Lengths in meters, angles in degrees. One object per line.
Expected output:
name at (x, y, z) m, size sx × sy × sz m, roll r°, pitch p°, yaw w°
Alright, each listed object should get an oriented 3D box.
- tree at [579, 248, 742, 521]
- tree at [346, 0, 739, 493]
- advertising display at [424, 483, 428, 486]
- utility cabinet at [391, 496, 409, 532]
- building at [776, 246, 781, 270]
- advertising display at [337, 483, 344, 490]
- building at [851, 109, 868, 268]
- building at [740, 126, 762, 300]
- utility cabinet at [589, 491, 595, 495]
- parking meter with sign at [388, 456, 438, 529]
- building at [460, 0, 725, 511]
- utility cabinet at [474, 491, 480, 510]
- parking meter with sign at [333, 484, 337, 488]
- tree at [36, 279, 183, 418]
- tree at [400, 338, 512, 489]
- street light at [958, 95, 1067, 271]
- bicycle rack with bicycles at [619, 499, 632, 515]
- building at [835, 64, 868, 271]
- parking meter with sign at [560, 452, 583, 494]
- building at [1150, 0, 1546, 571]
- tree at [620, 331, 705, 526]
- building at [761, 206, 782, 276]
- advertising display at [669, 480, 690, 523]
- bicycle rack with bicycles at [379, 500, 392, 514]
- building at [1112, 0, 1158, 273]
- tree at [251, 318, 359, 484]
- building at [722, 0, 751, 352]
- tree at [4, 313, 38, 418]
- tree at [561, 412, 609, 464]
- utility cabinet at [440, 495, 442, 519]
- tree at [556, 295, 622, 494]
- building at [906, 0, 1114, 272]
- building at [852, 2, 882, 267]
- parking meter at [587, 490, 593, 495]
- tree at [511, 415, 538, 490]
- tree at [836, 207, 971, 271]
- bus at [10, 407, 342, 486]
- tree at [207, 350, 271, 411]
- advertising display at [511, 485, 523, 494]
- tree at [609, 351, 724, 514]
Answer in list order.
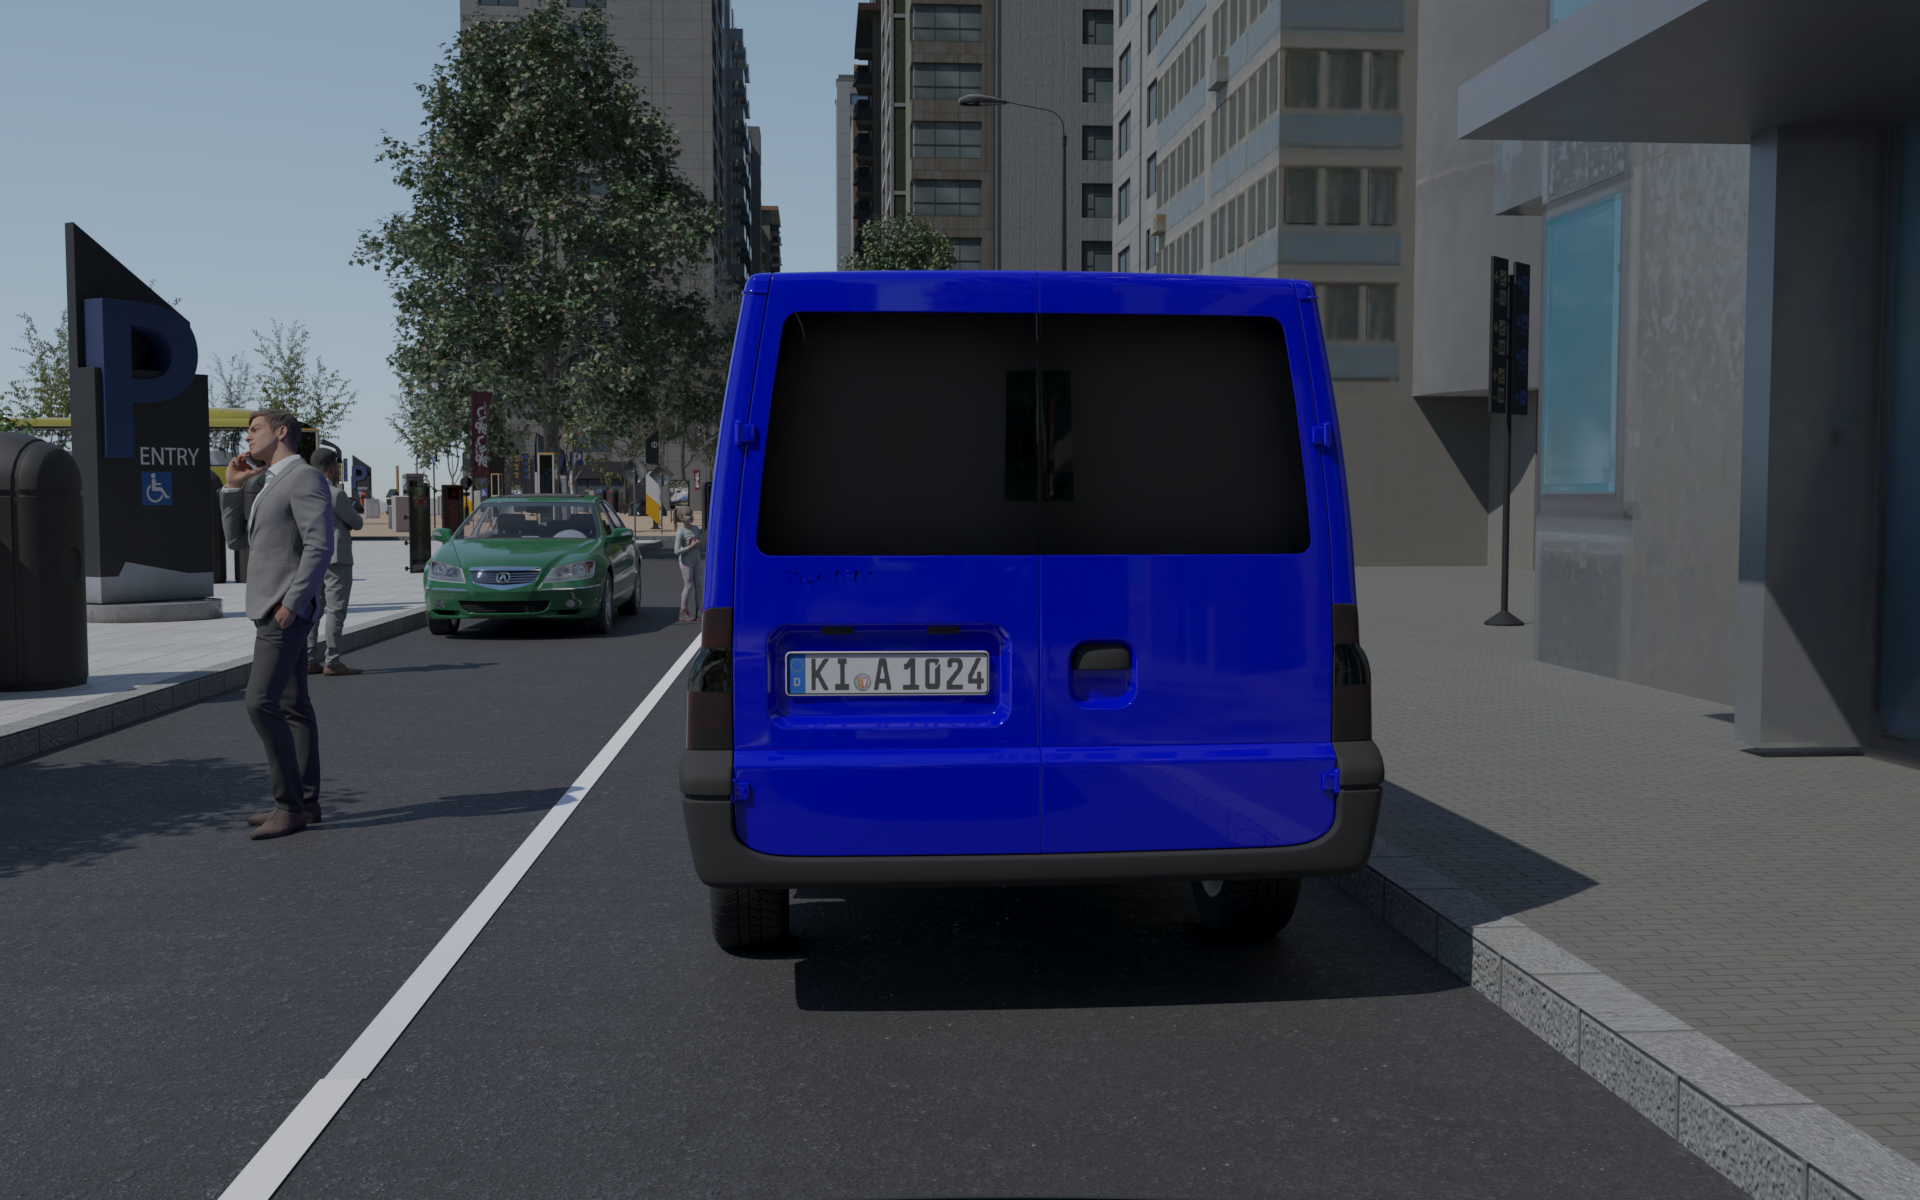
tree at (-13.314, -10.601, 83.692) m, size 12.009 × 13.543 × 11.850 m, roll 0°, pitch 3°, yaw 0°
tree at (-9.348, -7.491, 39.488) m, size 9.611 × 12.733 × 9.660 m, roll 0°, pitch 3°, yaw 0°
advertising display at (-30.436, -5.642, 97.464) m, size 0.974 × 1.923 × 0.123 m, roll -1°, pitch 4°, yaw -15°
utility cabinet at (-18.655, -2.896, 58.508) m, size 0.306 × 1.237 × 1.020 m, roll 3°, pitch 5°, yaw 43°
building at (-35.720, -36.258, 276.408) m, size 14.154 × 41.232 × 14.086 m, roll 0°, pitch 4°, yaw -5°
advertising display at (-37.693, -6.120, 105.283) m, size 0.974 × 1.923 × 0.123 m, roll 3°, pitch 5°, yaw 45°
building at (-5.405, -33.520, 198.158) m, size 14.600 × 45.320 × 14.200 m, roll 0°, pitch 4°, yaw -5°
building at (-28.565, -30.761, 186.530) m, size 14.154 × 41.232 × 14.086 m, roll 0°, pitch 4°, yaw -5°
utility cabinet at (-22.809, -6.033, 107.322) m, size 0.318 × 1.500 × 1.173 m, roll 0°, pitch 4°, yaw -8°
parking meter with sign at (-20.284, -4.154, 64.173) m, size 1.738 × 3.016 × 0.543 m, roll -3°, pitch 4°, yaw -39°
building at (-27.126, -42.756, 137.312) m, size 20.563 × 71.187 × 20.611 m, roll 0°, pitch 4°, yaw -5°
utility cabinet at (-29.791, -6.082, 108.112) m, size 1.173 × 1.500 × 0.318 m, roll 2°, pitch 4°, yaw 28°
parking meter with sign at (-35.426, -6.199, 97.606) m, size 0.543 × 3.016 × 1.738 m, roll 1°, pitch 4°, yaw 11°
tree at (-28.427, -6.656, 59.181) m, size 4.737 × 8.622 × 4.395 m, roll 0°, pitch 3°, yaw 0°
tree at (-22.022, -7.623, 74.995) m, size 4.360 × 8.622 × 3.978 m, roll 0°, pitch 3°, yaw 0°
street light at (0.681, -2.925, 20.359) m, size 1.470 × 5.913 × 1.316 m, roll 0°, pitch 4°, yaw -5°
bicycle rack with bicycles at (-24.036, -6.793, 124.448) m, size 2.925 × 0.926 × 2.852 m, roll -1°, pitch 4°, yaw -12°
building at (-6.962, -43.018, 245.338) m, size 21.231 × 58.520 × 28.212 m, roll 0°, pitch 4°, yaw -5°
parking meter with sign at (-16.282, -4.619, 71.775) m, size 0.543 × 3.016 × 1.738 m, roll -3°, pitch 5°, yaw -40°
building at (17.373, -21.030, 35.728) m, size 32.217 × 40.220 × 23.993 m, roll 0°, pitch 4°, yaw -5°
tree at (-12.160, -7.251, 68.921) m, size 4.360 × 8.622 × 3.978 m, roll 0°, pitch 3°, yaw 0°
building at (-37.329, -36.700, 254.662) m, size 22.147 × 44.769 × 28.867 m, roll 0°, pitch 4°, yaw -5°
advertising display at (-12.603, -4.442, 77.837) m, size 0.974 × 1.923 × 0.123 m, roll 1°, pitch 4°, yaw 19°
bicycle rack with bicycles at (-33.422, -5.398, 101.633) m, size 2.852 × 0.926 × 2.925 m, roll -1°, pitch 4°, yaw -22°
building at (3.283, -41.202, 111.904) m, size 20.563 × 71.187 × 20.611 m, roll 0°, pitch 4°, yaw -5°
tree at (-27.702, -7.475, 72.575) m, size 4.737 × 8.622 × 4.395 m, roll 0°, pitch 3°, yaw 0°
building at (-31.171, -33.258, 163.378) m, size 23.786 × 49.044 × 30.456 m, roll 0°, pitch 4°, yaw -5°
tree at (-36.161, -7.469, 72.473) m, size 4.737 × 8.622 × 4.395 m, roll 0°, pitch 3°, yaw 0°
tree at (-21.928, -10.894, 112.529) m, size 8.767 × 10.594 × 7.601 m, roll 0°, pitch 4°, yaw -2°
utility cabinet at (-26.295, -4.786, 89.408) m, size 1.020 × 1.237 × 0.306 m, roll -2°, pitch 4°, yaw -24°
tree at (-12.996, -6.584, 58.014) m, size 4.737 × 8.622 × 4.395 m, roll 0°, pitch 3°, yaw 0°
building at (4.303, -19.065, 83.418) m, size 14.160 × 30.474 × 14.107 m, roll 0°, pitch 4°, yaw -5°
building at (1.582, -30.661, 155.926) m, size 22.147 × 44.769 × 28.867 m, roll 0°, pitch 4°, yaw -5°
parking meter at (-24.943, -6.624, 116.717) m, size 0.372 × 1.533 × 0.369 m, roll 0°, pitch 3°, yaw 0°
tree at (-27.622, -9.436, 104.641) m, size 4.360 × 8.622 × 3.978 m, roll 0°, pitch 3°, yaw 0°
tree at (-2.166, -9.326, 69.490) m, size 9.611 × 12.733 × 9.660 m, roll 0°, pitch 3°, yaw 0°
bus at (-24.310, -3.544, 49.498) m, size 12.252 × 3.916 × 2.896 m, roll 0°, pitch 4°, yaw -4°
tree at (-37.197, -8.415, 87.941) m, size 4.360 × 8.622 × 3.978 m, roll 0°, pitch 3°, yaw 0°
advertising display at (-30.828, -7.058, 120.618) m, size 0.974 × 1.923 × 0.123 m, roll 2°, pitch 4°, yaw 25°
tree at (-14.171, -10.123, 99.917) m, size 8.767 × 10.594 × 7.601 m, roll 2°, pitch 4°, yaw 26°
